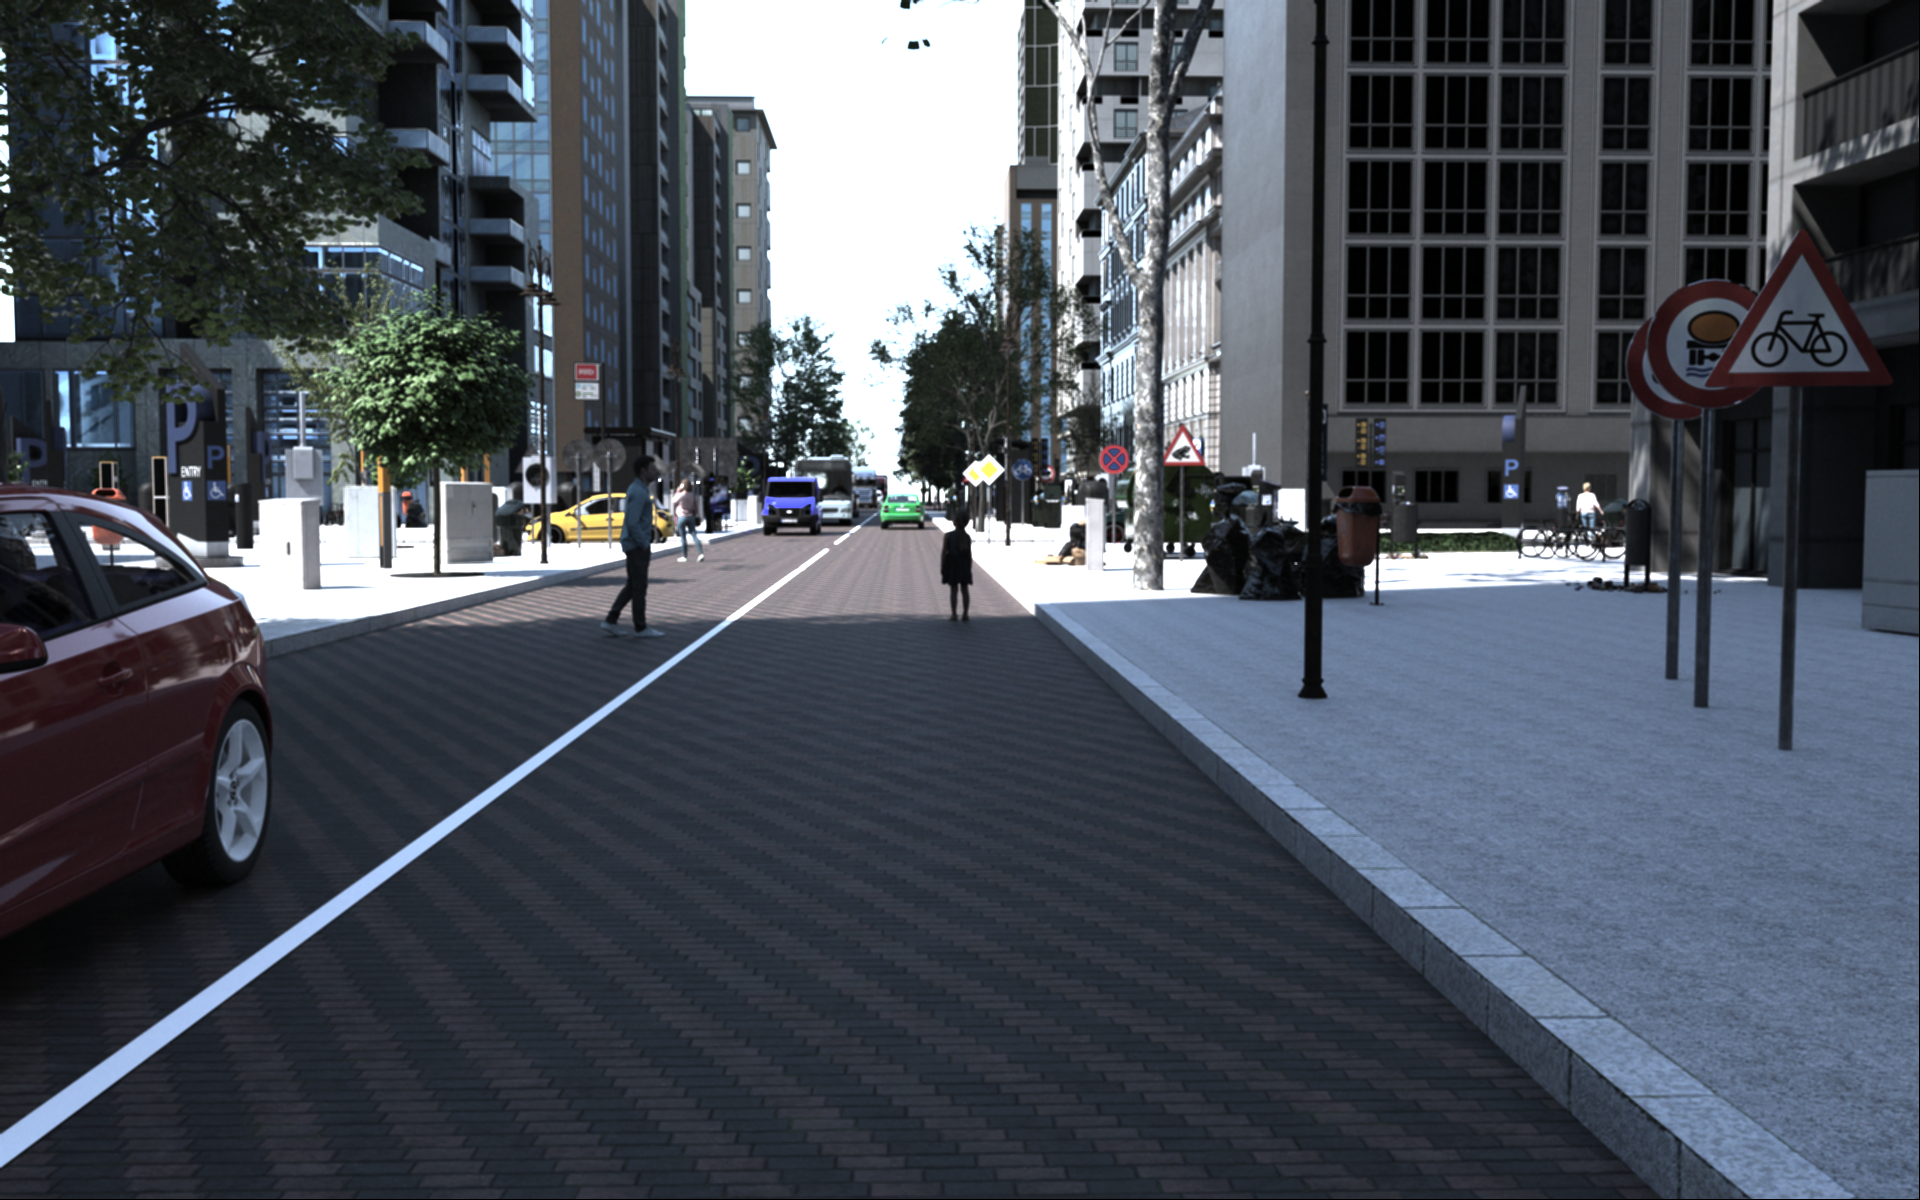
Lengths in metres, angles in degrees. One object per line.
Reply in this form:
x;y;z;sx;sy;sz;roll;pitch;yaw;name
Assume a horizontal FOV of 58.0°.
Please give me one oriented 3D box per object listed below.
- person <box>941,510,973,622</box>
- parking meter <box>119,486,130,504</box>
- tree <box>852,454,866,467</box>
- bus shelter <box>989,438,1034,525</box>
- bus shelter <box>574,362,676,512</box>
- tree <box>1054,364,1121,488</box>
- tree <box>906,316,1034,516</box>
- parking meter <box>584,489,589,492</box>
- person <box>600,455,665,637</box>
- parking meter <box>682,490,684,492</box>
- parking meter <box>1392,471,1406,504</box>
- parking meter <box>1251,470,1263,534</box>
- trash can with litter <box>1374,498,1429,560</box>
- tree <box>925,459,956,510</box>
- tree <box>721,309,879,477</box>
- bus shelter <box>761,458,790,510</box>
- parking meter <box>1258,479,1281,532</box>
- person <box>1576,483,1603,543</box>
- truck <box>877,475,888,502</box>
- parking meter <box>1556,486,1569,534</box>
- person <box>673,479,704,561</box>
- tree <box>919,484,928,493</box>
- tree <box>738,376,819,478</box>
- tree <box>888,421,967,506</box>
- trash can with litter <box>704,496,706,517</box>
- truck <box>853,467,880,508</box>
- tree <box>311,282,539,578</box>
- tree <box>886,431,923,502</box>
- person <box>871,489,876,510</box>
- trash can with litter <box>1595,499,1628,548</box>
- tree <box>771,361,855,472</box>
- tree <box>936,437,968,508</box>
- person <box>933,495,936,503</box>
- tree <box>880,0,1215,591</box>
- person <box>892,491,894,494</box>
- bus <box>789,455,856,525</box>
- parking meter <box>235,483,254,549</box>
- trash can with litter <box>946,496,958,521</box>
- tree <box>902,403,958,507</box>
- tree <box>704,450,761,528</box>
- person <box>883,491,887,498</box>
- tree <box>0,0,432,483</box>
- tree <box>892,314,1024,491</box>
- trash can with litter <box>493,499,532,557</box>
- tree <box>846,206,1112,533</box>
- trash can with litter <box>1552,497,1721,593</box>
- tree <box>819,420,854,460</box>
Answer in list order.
-0.038;-0.384;19.445;0.362;1.253;0.373;-1;4;-11;person
-25.264;-2.683;52.283;0.372;1.533;0.369;0;3;0;parking meter
-16.840;-20.415;284.141;4.737;8.622;4.395;0;3;0;tree
2.227;-5.148;75.460;1.731;3.624;6.357;0;4;-2;bus shelter
-10.757;-4.769;55.598;2.179;5.291;8.768;0;4;-2;bus shelter
7.148;-9.103;99.193;4.360;8.622;3.978;0;3;0;tree
0.459;-10.649;99.864;9.928;11.665;9.643;0;3;0;tree
-19.571;-5.028;90.621;0.372;1.533;0.369;0;3;0;parking meter
-3.298;-0.543;17.391;0.620;1.820;0.660;-1;4;-19;person
-13.192;-4.749;83.360;0.399;1.863;0.255;1;4;20;parking meter
11.138;-2.342;44.008;0.255;1.863;0.399;0;4;-2;parking meter
7.174;-2.212;41.877;0.255;1.863;0.399;1;4;17;parking meter
8.357;-1.417;34.224;2.233;1.210;1.678;0;4;-2;trash can with litter
-1.225;-9.734;142.871;4.285;4.588;4.351;0;3;0;tree
-9.719;-10.459;96.758;9.928;11.665;9.643;0;3;0;tree
-12.439;-7.631;116.055;1.731;3.624;6.357;0;4;-2;bus shelter
5.188;-1.261;29.035;0.372;1.533;0.369;0;3;0;parking meter
17.149;-2.317;47.059;0.731;1.740;0.598;1;4;16;person
-11.808;-16.053;251.387;2.839;4.237;11.283;0;4;0;truck
19.497;-2.915;56.074;0.372;1.533;0.369;0;3;0;parking meter
-5.736;-1.696;36.813;0.593;1.750;0.643;-3;4;-38;person
-5.905;-17.659;283.318;1.663;3.219;1.824;0;3;0;tree
-11.441;-9.545;106.417;4.360;8.622;3.978;0;3;0;tree
-3.290;-16.937;193.924;9.611;12.733;9.660;0;3;0;tree
-14.364;-5.135;95.348;1.055;1.170;0.624;2;4;32;trash can with litter
-9.753;-11.538;178.401;2.967;4.110;18.799;0;4;-3;truck
-8.268;-2.646;26.979;4.285;4.588;4.351;0;3;0;tree
-5.211;-20.055;238.272;12.009;13.543;11.850;0;3;0;tree
-8.047;-9.349;160.986;0.705;1.869;1.348;-1;4;-9;person
15.629;-1.839;41.458;0.624;1.170;1.055;3;5;45;trash can with litter
-12.546;-13.902;145.423;7.486;12.596;7.792;0;3;0;tree
-1.153;-12.615;156.623;4.360;8.622;3.978;0;3;0;tree
-3.128;-11.968;207.399;0.599;1.433;0.991;2;4;35;person
3.564;-10.253;23.527;12.611;20.169;13.585;0;3;0;tree
-8.576;-13.159;223.628;0.705;1.826;1.348;-1;4;-21;person
-6.344;-5.318;81.809;2.948;3.499;13.247;0;4;-3;bus
-16.690;-1.956;40.392;0.372;1.533;0.369;0;3;0;parking meter
-0.139;-4.265;81.122;1.055;1.170;0.624;1;4;22;trash can with litter
-2.513;-15.896;178.027;7.486;12.596;7.792;0;3;0;tree
-9.069;-4.590;69.646;1.663;3.219;1.824;0;3;0;tree
-10.112;-13.925;236.132;0.705;1.831;1.348;-3;4;-39;person
-8.099;-5.816;13.213;7.486;12.596;7.792;0;3;0;tree
-0.195;-12.885;117.319;9.857;13.997;8.962;0;3;0;tree
-9.308;-1.472;35.449;0.624;1.170;1.055;1;4;22;trash can with litter
0.660;-7.496;56.979;8.767;10.594;7.601;0;4;1;tree
8.997;-0.748;23.292;1.678;1.210;2.233;-1;4;-9;trash can with litter
-11.657;-12.465;154.167;4.360;8.622;3.978;0;3;0;tree
